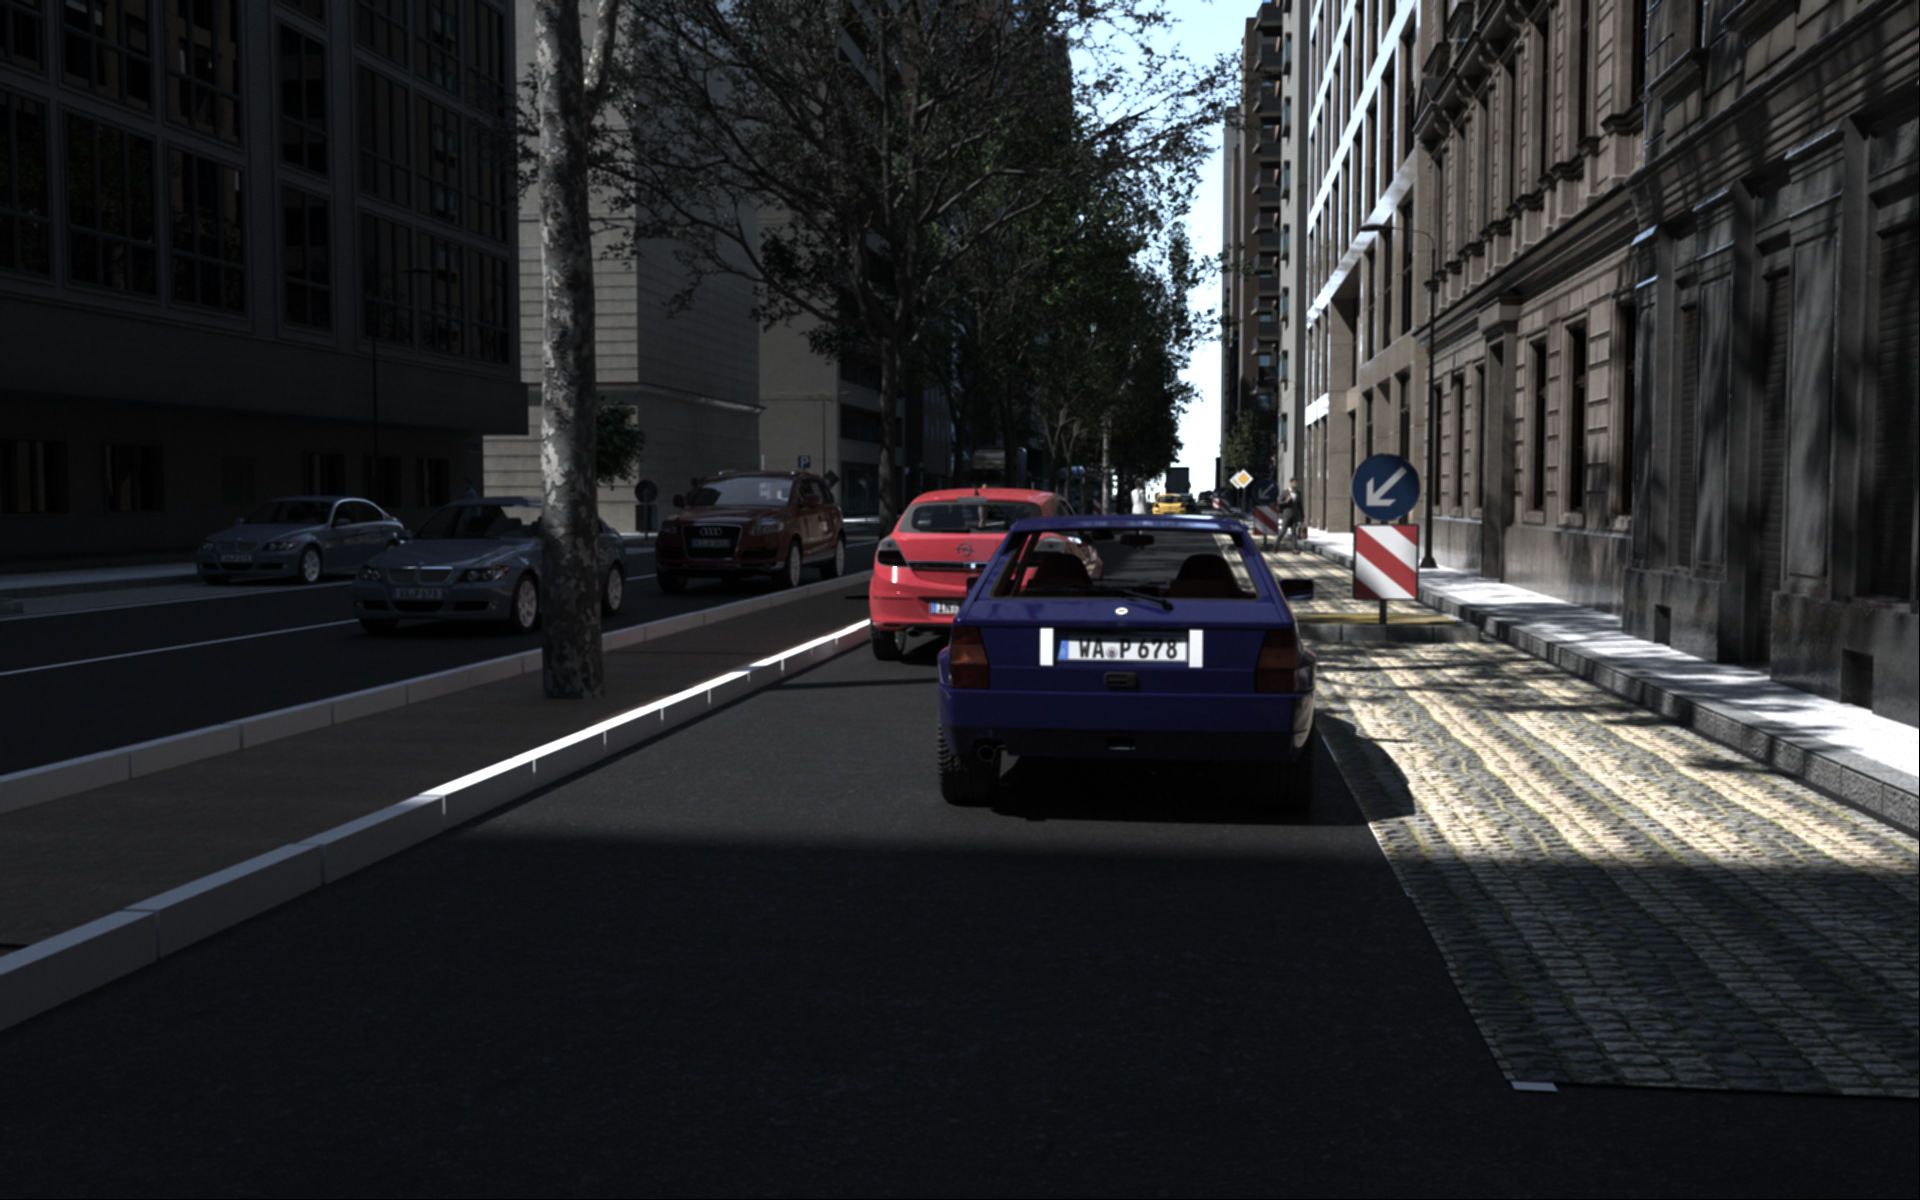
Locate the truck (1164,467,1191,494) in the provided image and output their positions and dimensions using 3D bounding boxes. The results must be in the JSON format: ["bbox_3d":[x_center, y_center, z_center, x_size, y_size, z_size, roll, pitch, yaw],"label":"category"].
[{"bbox_3d":[23.081,-11.923,183.855,2.839,4.237,11.283,0,4,7],"label":"truck"}]

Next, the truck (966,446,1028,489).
[{"bbox_3d":[2.305,-6.974,102.930,2.839,4.237,11.283,0,4,7],"label":"truck"}]

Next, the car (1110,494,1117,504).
[{"bbox_3d":[22.452,-14.856,254.890,2.014,1.417,4.499,0,4,7],"label":"car"}]

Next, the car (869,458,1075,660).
[{"bbox_3d":[0.353,-0.447,16.346,2.155,1.783,4.494,1,4,8],"label":"car"}]

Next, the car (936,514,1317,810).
[{"bbox_3d":[0.938,0.202,9.284,1.945,1.354,3.894,0,4,8],"label":"car"}]

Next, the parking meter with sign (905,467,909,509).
[{"bbox_3d":[-4.154,-7.079,112.007,1.738,3.016,0.543,2,4,30],"label":"parking meter with sign"}]

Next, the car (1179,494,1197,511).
[{"bbox_3d":[18.833,-8.169,145.353,2.131,1.459,4.920,0,4,8],"label":"car"}]

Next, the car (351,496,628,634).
[{"bbox_3d":[-5.088,-0.447,19.316,2.014,1.417,4.499,0,4,7],"label":"car"}]

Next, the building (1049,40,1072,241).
[{"bbox_3d":[9.550,-51.388,278.441,20.563,71.187,20.611,0,4,8],"label":"building"}]

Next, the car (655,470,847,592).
[{"bbox_3d":[-3.150,-1.118,26.954,2.281,1.827,5.304,0,4,8],"label":"car"}]

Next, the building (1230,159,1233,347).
[{"bbox_3d":[41.017,-34.703,217.497,14.600,45.320,14.200,0,4,8],"label":"building"}]

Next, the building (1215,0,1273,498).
[{"bbox_3d":[54.687,-59.829,290.880,22.319,86.520,31.000,0,4,8],"label":"building"}]

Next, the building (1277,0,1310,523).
[{"bbox_3d":[26.768,-28.232,85.288,21.600,48.544,21.300,0,4,8],"label":"building"}]

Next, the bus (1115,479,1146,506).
[{"bbox_3d":[20.479,-12.958,206.730,2.948,3.499,13.247,1,4,10],"label":"bus"}]

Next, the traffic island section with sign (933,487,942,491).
[{"bbox_3d":[-1.297,-5.704,101.881,1.989,1.847,2.006,0,4,8],"label":"traffic island section with sign"}]

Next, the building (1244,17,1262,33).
[{"bbox_3d":[33.023,-31.202,160.263,14.600,45.320,14.200,0,4,8],"label":"building"}]

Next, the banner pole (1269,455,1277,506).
[{"bbox_3d":[20.002,-7.372,110.546,0.401,3.779,0.863,-2,4,-35],"label":"banner pole"}]

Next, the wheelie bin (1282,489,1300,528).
[{"bbox_3d":[12.611,-3.557,66.061,0.693,1.594,0.980,0,4,5],"label":"wheelie bin"}]

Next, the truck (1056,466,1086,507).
[{"bbox_3d":[11.369,-11.183,172.599,2.967,4.110,18.799,0,4,6],"label":"truck"}]

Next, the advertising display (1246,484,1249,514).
[{"bbox_3d":[18.789,-6.612,113.327,0.123,1.923,0.974,0,4,5],"label":"advertising display"}]

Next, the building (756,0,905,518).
[{"bbox_3d":[-15.405,-29.036,98.441,21.300,48.544,21.600,0,4,8],"label":"building"}]

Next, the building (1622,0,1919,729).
[{"bbox_3d":[9.571,-9.587,5.894,9.793,20.994,18.267,0,4,8],"label":"building"}]

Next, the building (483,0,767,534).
[{"bbox_3d":[-30.505,-17.674,65.377,44.131,29.872,17.030,0,4,8],"label":"building"}]

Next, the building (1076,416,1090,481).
[{"bbox_3d":[15.098,-39.517,296.220,14.600,45.320,14.200,0,4,8],"label":"building"}]

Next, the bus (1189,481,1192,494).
[{"bbox_3d":[34.547,-17.010,269.660,2.896,3.916,12.252,1,4,9],"label":"bus"}]

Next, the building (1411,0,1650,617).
[{"bbox_3d":[12.574,-9.776,24.460,10.561,19.102,19.286,0,4,8],"label":"building"}]

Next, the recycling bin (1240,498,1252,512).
[{"bbox_3d":[20.184,-6.698,122.061,0.722,1.027,0.722,0,4,-1],"label":"recycling bin"}]

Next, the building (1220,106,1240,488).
[{"bbox_3d":[50.126,-44.028,261.850,21.231,58.520,28.212,0,4,8],"label":"building"}]

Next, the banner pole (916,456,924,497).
[{"bbox_3d":[-2.642,-7.548,113.425,0.401,3.779,0.863,3,5,43],"label":"banner pole"}]

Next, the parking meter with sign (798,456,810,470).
[{"bbox_3d":[-7.459,-5.116,79.909,0.543,3.016,1.738,-2,4,-25],"label":"parking meter with sign"}]

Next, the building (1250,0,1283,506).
[{"bbox_3d":[32.140,-28.638,122.852,22.147,44.769,28.867,0,4,8],"label":"building"}]

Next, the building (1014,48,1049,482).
[{"bbox_3d":[-3.518,-38.000,210.533,28.713,52.752,27.495,0,4,8],"label":"building"}]

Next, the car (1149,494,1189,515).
[{"bbox_3d":[10.747,-4.817,88.979,2.015,1.641,3.980,0,4,6],"label":"car"}]

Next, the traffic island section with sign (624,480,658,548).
[{"bbox_3d":[-8.629,-2.343,46.936,1.989,1.847,2.006,0,4,8],"label":"traffic island section with sign"}]

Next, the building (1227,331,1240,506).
[{"bbox_3d":[44.519,-21.449,195.731,27.650,21.520,28.899,0,4,8],"label":"building"}]

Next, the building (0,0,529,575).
[{"bbox_3d":[-19.561,-14.702,33.889,14.314,27.812,24.014,0,4,8],"label":"building"}]

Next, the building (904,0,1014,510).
[{"bbox_3d":[-3.033,-30.360,146.494,14.600,45.320,14.200,0,4,8],"label":"building"}]

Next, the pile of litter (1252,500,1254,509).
[{"bbox_3d":[24.915,-8.219,148.351,1.176,0.858,1.719,0,4,8],"label":"pile of litter"}]

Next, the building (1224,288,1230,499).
[{"bbox_3d":[43.987,-28.756,241.869,14.160,30.474,14.107,0,4,8],"label":"building"}]

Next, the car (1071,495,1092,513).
[{"bbox_3d":[9.506,-7.386,132.766,2.014,1.417,4.499,1,4,8],"label":"car"}]

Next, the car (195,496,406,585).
[{"bbox_3d":[-10.819,-1.024,28.741,2.014,1.417,4.499,0,4,8],"label":"car"}]

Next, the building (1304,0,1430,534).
[{"bbox_3d":[20.965,-15.016,50.024,19.350,26.468,34.151,0,4,8],"label":"building"}]

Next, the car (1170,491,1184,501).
[{"bbox_3d":[15.841,-7.337,130.183,2.015,1.641,3.980,0,4,8],"label":"car"}]

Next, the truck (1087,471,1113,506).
[{"bbox_3d":[16.866,-13.507,209.749,2.839,4.237,11.283,1,4,9],"label":"truck"}]

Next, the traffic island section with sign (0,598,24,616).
[{"bbox_3d":[-12.187,-0.709,20.216,1.989,1.847,2.006,0,4,8],"label":"traffic island section with sign"}]

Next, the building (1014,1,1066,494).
[{"bbox_3d":[5.098,-57.442,251.854,22.319,86.520,31.000,0,4,8],"label":"building"}]
